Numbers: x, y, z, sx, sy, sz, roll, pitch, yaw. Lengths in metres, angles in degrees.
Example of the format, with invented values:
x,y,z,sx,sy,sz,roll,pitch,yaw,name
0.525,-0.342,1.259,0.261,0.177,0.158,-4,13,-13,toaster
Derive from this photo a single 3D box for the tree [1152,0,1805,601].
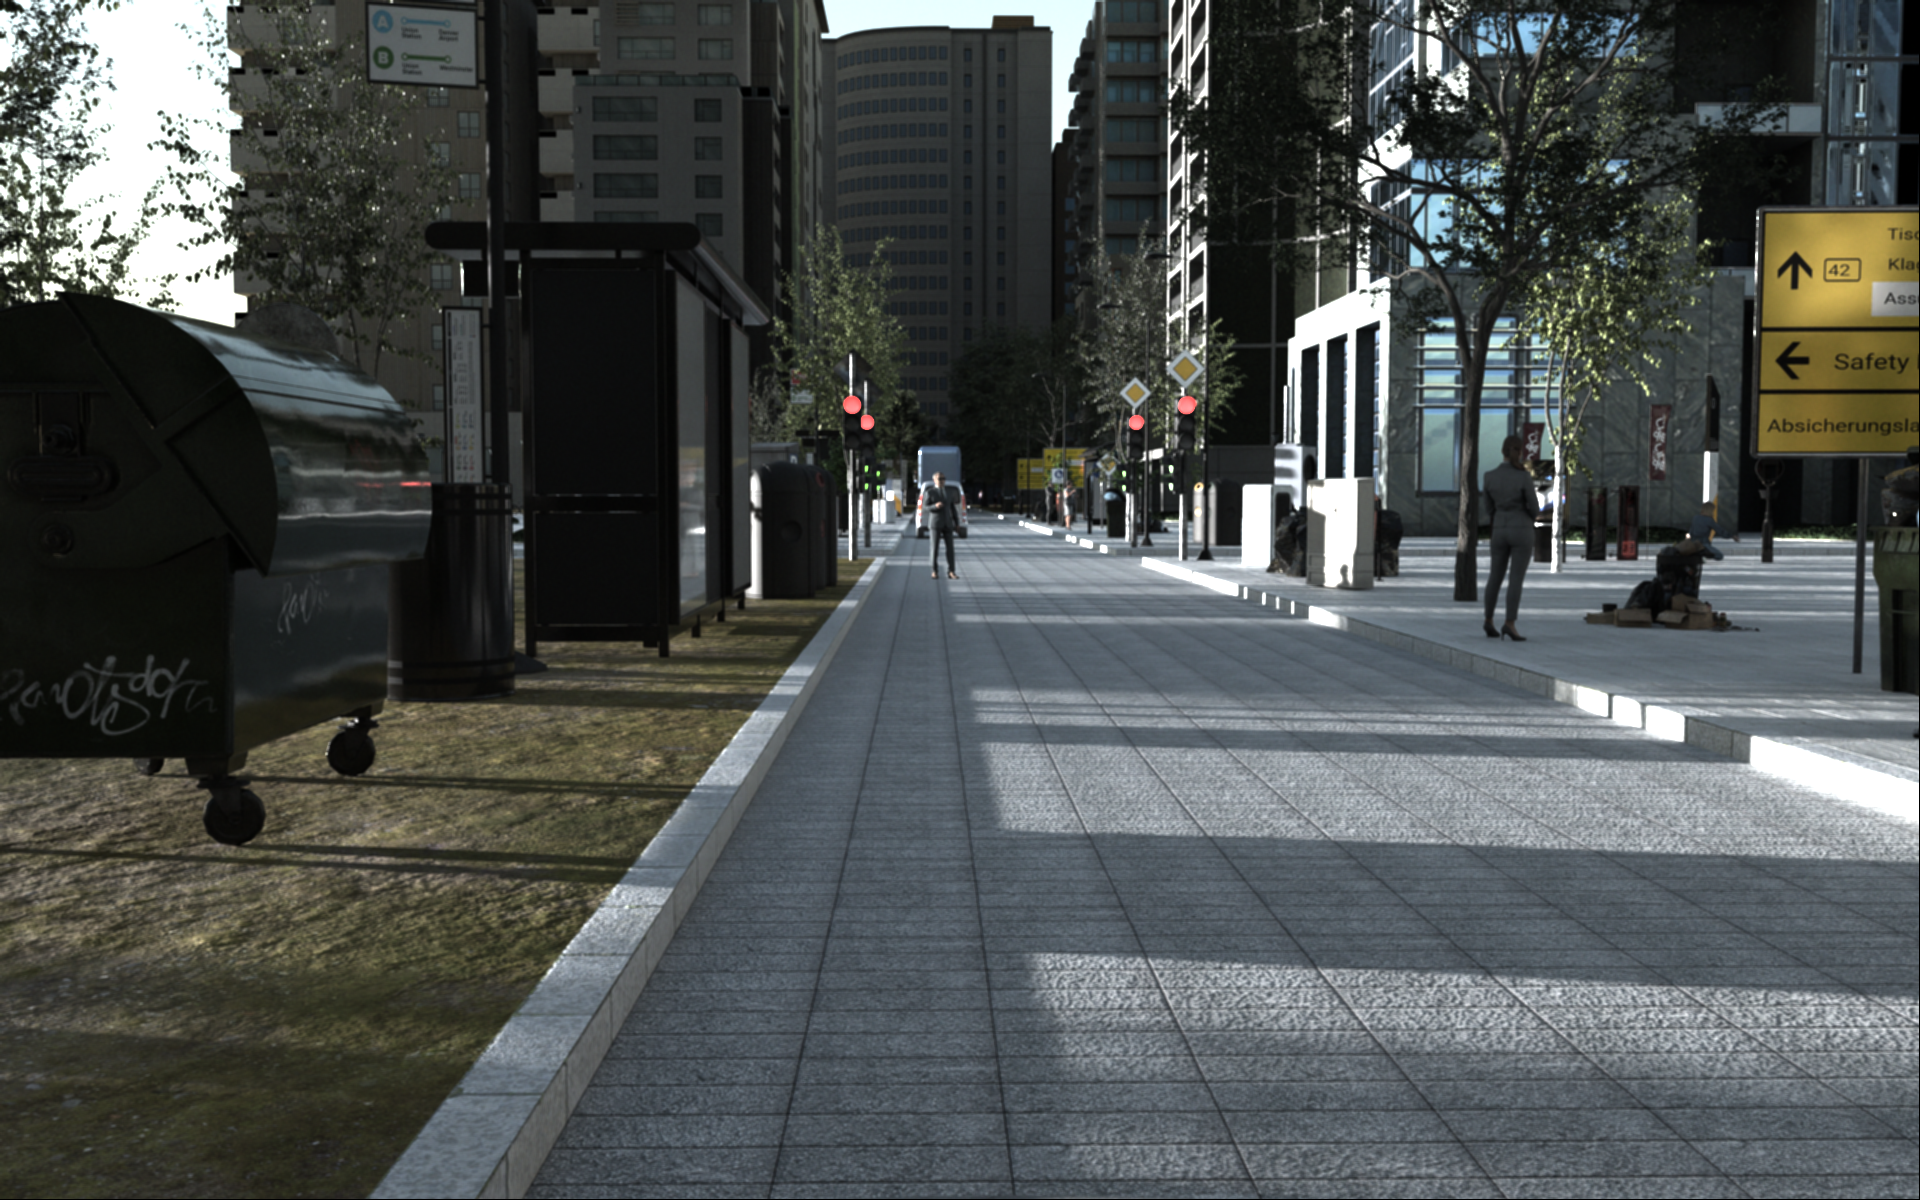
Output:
x,y,z,sx,sy,sz,roll,pitch,yaw,name
5.846,-5.250,20.243,8.767,10.594,7.601,3,4,37,tree

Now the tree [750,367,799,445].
x,y,z,sx,sy,sz,roll,pitch,yaw,name
-11.695,-9.258,101.736,4.360,8.622,3.978,0,3,0,tree

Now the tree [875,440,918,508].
x,y,z,sx,sy,sz,roll,pitch,yaw,name
-4.735,-7.369,104.191,4.285,4.588,4.351,0,3,0,tree

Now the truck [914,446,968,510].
x,y,z,sx,sy,sz,roll,pitch,yaw,name
-1.029,-6.239,91.766,2.967,4.110,18.799,0,4,-1,truck

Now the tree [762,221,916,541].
x,y,z,sx,sy,sz,roll,pitch,yaw,name
-3.030,-5.876,46.429,4.737,8.622,4.395,0,3,0,tree

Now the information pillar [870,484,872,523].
x,y,z,sx,sy,sz,roll,pitch,yaw,name
-4.047,-5.204,76.436,0.183,3.616,0.504,1,4,13,information pillar

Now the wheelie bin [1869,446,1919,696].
x,y,z,sx,sy,sz,roll,pitch,yaw,name
6.302,-0.194,11.083,0.693,1.594,0.980,-1,4,-11,wheelie bin

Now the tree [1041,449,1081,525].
x,y,z,sx,sy,sz,roll,pitch,yaw,name
4.394,-4.805,73.170,1.663,3.219,1.824,0,3,0,tree

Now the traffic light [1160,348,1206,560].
x,y,z,sx,sy,sz,roll,pitch,yaw,name
4.320,-2.728,33.518,0.839,4.253,0.868,0,4,-1,traffic light

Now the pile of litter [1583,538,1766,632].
x,y,z,sx,sy,sz,roll,pitch,yaw,name
6.870,-0.174,16.814,1.176,0.858,1.719,-1,4,-19,pile of litter

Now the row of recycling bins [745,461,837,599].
x,y,z,sx,sy,sz,roll,pitch,yaw,name
-2.232,-0.958,22.770,1.069,1.692,3.534,0,4,2,row of recycling bins

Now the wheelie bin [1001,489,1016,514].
x,y,z,sx,sy,sz,roll,pitch,yaw,name
3.202,-6.499,114.161,0.980,1.594,0.693,1,4,12,wheelie bin

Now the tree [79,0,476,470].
x,y,z,sx,sy,sz,roll,pitch,yaw,name
-8.045,-4.393,22.189,4.360,8.622,3.978,0,3,0,tree

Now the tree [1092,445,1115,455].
x,y,z,sx,sy,sz,roll,pitch,yaw,name
8.715,-7.755,110.501,4.285,4.588,4.351,0,3,0,tree

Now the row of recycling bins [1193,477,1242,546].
x,y,z,sx,sy,sz,roll,pitch,yaw,name
6.630,-2.284,44.454,1.069,1.692,3.534,0,4,1,row of recycling bins

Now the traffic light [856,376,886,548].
x,y,z,sx,sy,sz,roll,pitch,yaw,name
-2.192,-3.208,41.366,0.839,4.253,0.868,0,4,-1,traffic light

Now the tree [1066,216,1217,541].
x,y,z,sx,sy,sz,roll,pitch,yaw,name
4.732,-5.912,47.031,4.360,8.622,3.978,0,3,0,tree

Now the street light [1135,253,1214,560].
x,y,z,sx,sy,sz,roll,pitch,yaw,name
4.231,-3.729,33.504,1.470,5.913,1.316,0,4,-1,street light

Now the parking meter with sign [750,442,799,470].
x,y,z,sx,sy,sz,roll,pitch,yaw,name
-2.744,-1.781,25.382,1.738,3.016,0.543,1,4,17,parking meter with sign

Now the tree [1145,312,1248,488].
x,y,z,sx,sy,sz,roll,pitch,yaw,name
9.418,-7.285,69.471,4.737,8.622,4.395,0,3,0,tree

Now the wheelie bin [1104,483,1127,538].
x,y,z,sx,sy,sz,roll,pitch,yaw,name
4.622,-2.652,51.263,0.693,1.594,0.980,0,4,8,wheelie bin

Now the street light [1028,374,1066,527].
x,y,z,sx,sy,sz,roll,pitch,yaw,name
3.508,-5.783,67.098,1.470,5.913,1.316,0,4,-1,street light

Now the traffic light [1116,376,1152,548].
x,y,z,sx,sy,sz,roll,pitch,yaw,name
4.168,-3.216,41.502,0.839,4.253,0.868,0,4,-1,traffic light

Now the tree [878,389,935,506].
x,y,z,sx,sy,sz,roll,pitch,yaw,name
-6.273,-16.479,187.557,7.486,12.596,7.792,0,3,0,tree

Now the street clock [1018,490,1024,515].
x,y,z,sx,sy,sz,roll,pitch,yaw,name
3.706,-6.159,105.270,0.358,2.002,0.471,-1,4,-14,street clock

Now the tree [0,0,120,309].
x,y,z,sx,sy,sz,roll,pitch,yaw,name
-14.421,-5.259,20.402,7.601,10.594,8.767,0,4,1,tree

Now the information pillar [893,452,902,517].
x,y,z,sx,sy,sz,roll,pitch,yaw,name
-3.498,-6.451,96.820,0.504,3.616,0.183,1,4,18,information pillar

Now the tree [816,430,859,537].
x,y,z,sx,sy,sz,roll,pitch,yaw,name
-3.450,-3.493,51.718,1.663,3.219,1.824,0,3,0,tree

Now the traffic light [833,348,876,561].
x,y,z,sx,sy,sz,roll,pitch,yaw,name
-2.040,-2.719,33.382,0.839,4.253,0.868,0,4,-1,traffic light

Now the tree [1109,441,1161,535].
x,y,z,sx,sy,sz,roll,pitch,yaw,name
5.450,-3.635,54.032,1.663,3.219,1.824,0,3,0,tree

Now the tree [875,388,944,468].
x,y,z,sx,sy,sz,roll,pitch,yaw,name
-5.647,-13.310,152.034,7.601,10.594,8.767,2,4,30,tree

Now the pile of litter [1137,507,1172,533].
x,y,z,sx,sy,sz,roll,pitch,yaw,name
6.159,-2.667,57.569,1.719,0.858,1.176,1,4,23,pile of litter

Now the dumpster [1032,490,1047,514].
x,y,z,sx,sy,sz,roll,pitch,yaw,name
5.325,-6.568,113.146,1.264,1.857,1.865,0,4,-1,dumpster

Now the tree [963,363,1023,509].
x,y,z,sx,sy,sz,roll,pitch,yaw,name
3.956,-14.128,149.125,7.486,12.596,7.792,0,3,0,tree

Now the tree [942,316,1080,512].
x,y,z,sx,sy,sz,roll,pitch,yaw,name
3.489,-13.349,124.910,9.857,13.997,8.962,0,3,0,tree

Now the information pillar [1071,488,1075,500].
x,y,z,sx,sy,sz,roll,pitch,yaw,name
6.060,-5.479,94.072,0.304,2.012,0.304,-2,4,-32,information pillar

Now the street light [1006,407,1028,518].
x,y,z,sx,sy,sz,roll,pitch,yaw,name
3.099,-7.312,92.100,1.470,5.913,1.316,0,4,-1,street light

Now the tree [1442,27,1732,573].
x,y,z,sx,sy,sz,roll,pitch,yaw,name
10.015,-4.753,28.077,4.737,8.622,4.395,0,3,0,tree

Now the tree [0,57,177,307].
x,y,z,sx,sy,sz,roll,pitch,yaw,name
-16.043,-4.891,30.336,4.737,8.622,4.395,0,3,0,tree

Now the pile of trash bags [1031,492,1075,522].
x,y,z,sx,sy,sz,roll,pitch,yaw,name
4.394,-4.252,79.275,1.912,1.369,3.447,0,4,-7,pile of trash bags

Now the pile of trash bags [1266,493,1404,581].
x,y,z,sx,sy,sz,roll,pitch,yaw,name
5.968,-1.055,27.005,1.912,1.369,3.447,0,4,0,pile of trash bags

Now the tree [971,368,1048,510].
x,y,z,sx,sy,sz,roll,pitch,yaw,name
3.805,-13.038,138.933,9.928,11.665,9.643,0,3,0,tree

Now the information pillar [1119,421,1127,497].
x,y,z,sx,sy,sz,roll,pitch,yaw,name
5.272,-3.921,55.458,0.504,3.616,0.183,-3,4,-37,information pillar

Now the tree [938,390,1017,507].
x,y,z,sx,sy,sz,roll,pitch,yaw,name
2.536,-15.691,173.547,9.611,12.733,9.660,0,3,0,tree

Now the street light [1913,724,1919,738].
x,y,z,sx,sy,sz,roll,pitch,yaw,name
4.659,-2.228,8.970,1.470,5.913,1.316,0,4,-1,street light

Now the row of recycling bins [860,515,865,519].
x,y,z,sx,sy,sz,roll,pitch,yaw,name
-5.442,-5.001,88.877,1.069,1.692,3.534,1,4,13,row of recycling bins

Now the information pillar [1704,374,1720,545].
x,y,z,sx,sy,sz,roll,pitch,yaw,name
14.786,-2.614,34.090,0.183,3.616,0.504,3,5,44,information pillar

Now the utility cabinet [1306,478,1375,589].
x,y,z,sx,sy,sz,roll,pitch,yaw,name
5.171,-0.913,23.612,0.318,1.500,1.173,-1,4,-22,utility cabinet

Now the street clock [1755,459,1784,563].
x,y,z,sx,sy,sz,roll,pitch,yaw,name
15.074,-1.695,32.289,0.471,2.002,0.358,1,4,21,street clock

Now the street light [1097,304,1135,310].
x,y,z,sx,sy,sz,roll,pitch,yaw,name
4.050,-4.273,42.407,1.470,5.913,1.316,0,4,-1,street light

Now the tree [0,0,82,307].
x,y,z,sx,sy,sz,roll,pitch,yaw,name
-8.669,-3.819,12.797,4.360,8.622,3.978,0,3,0,tree
